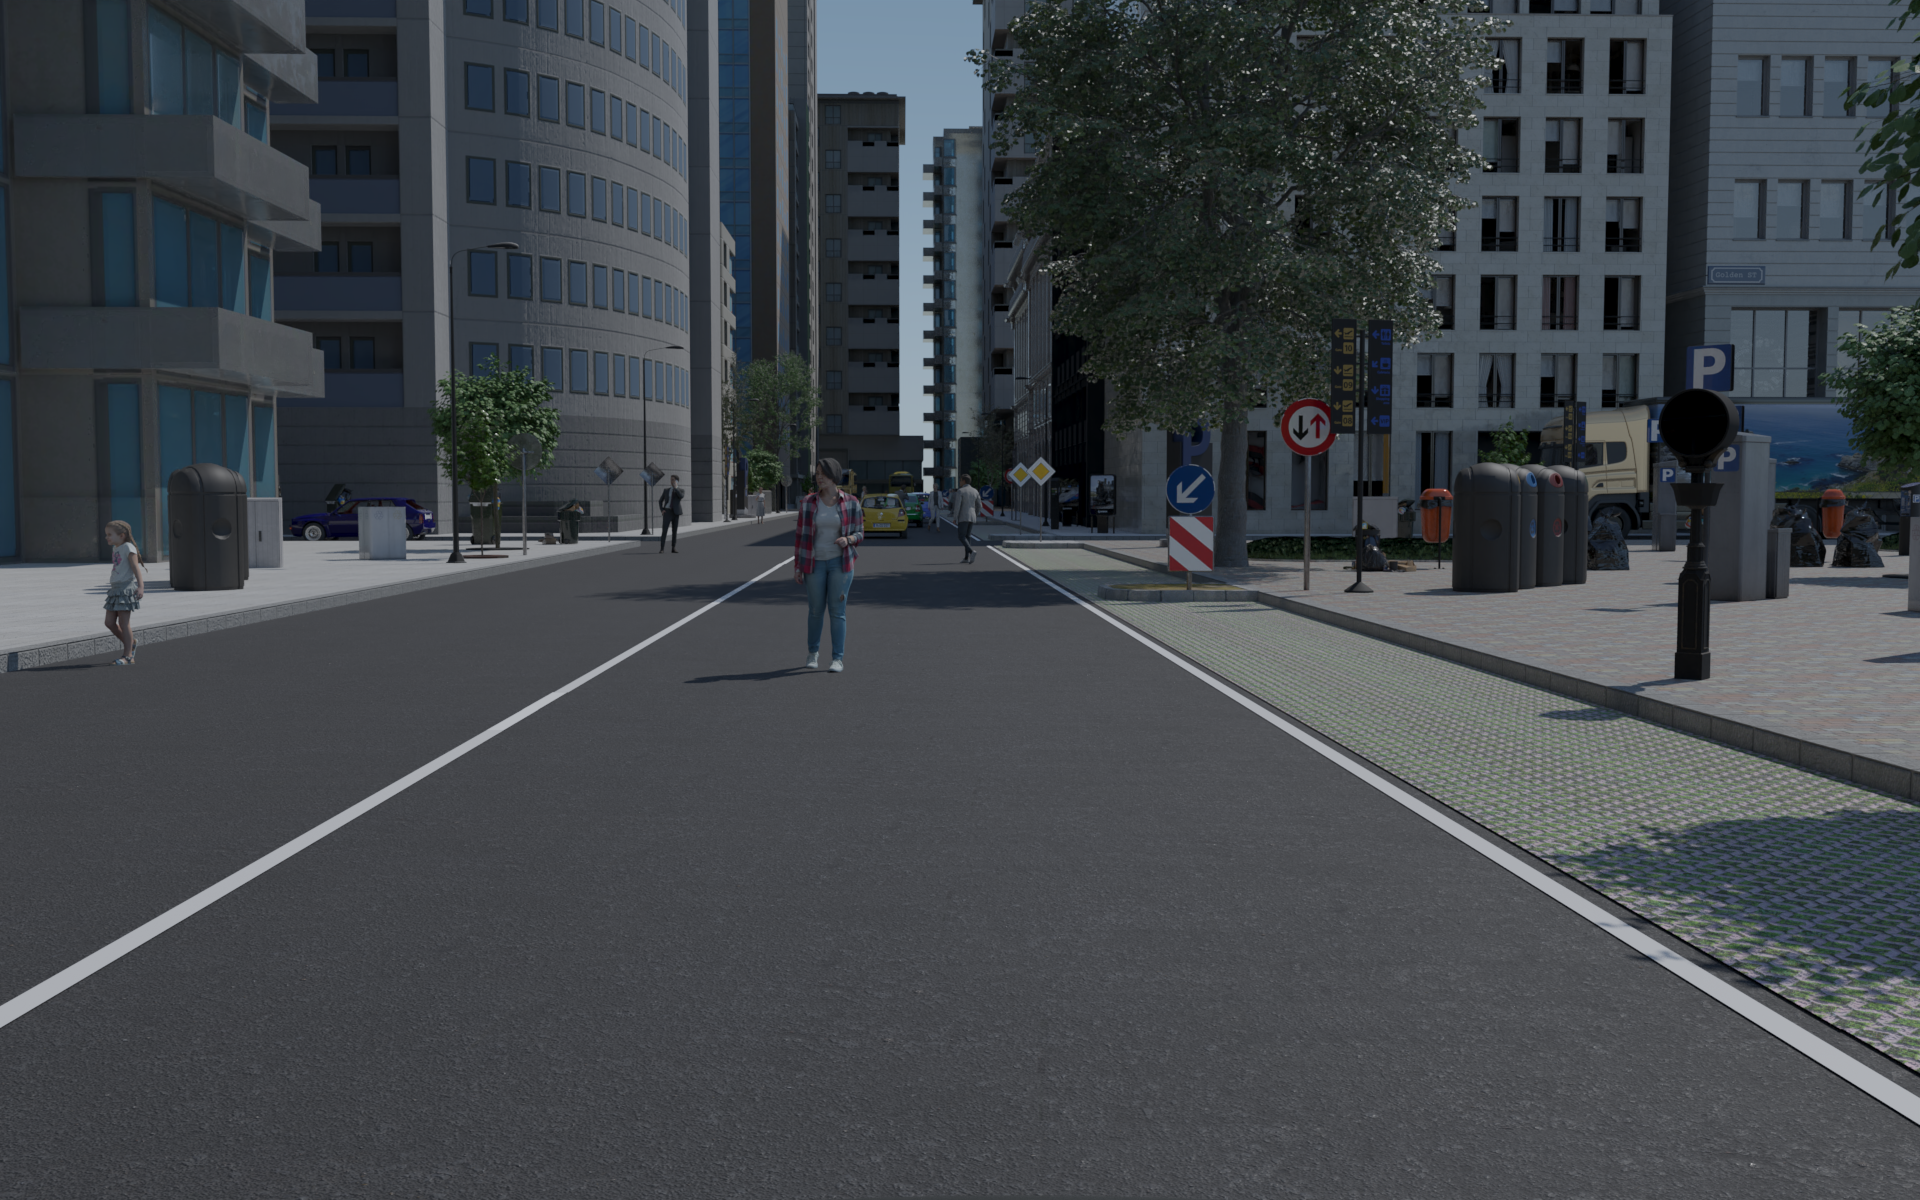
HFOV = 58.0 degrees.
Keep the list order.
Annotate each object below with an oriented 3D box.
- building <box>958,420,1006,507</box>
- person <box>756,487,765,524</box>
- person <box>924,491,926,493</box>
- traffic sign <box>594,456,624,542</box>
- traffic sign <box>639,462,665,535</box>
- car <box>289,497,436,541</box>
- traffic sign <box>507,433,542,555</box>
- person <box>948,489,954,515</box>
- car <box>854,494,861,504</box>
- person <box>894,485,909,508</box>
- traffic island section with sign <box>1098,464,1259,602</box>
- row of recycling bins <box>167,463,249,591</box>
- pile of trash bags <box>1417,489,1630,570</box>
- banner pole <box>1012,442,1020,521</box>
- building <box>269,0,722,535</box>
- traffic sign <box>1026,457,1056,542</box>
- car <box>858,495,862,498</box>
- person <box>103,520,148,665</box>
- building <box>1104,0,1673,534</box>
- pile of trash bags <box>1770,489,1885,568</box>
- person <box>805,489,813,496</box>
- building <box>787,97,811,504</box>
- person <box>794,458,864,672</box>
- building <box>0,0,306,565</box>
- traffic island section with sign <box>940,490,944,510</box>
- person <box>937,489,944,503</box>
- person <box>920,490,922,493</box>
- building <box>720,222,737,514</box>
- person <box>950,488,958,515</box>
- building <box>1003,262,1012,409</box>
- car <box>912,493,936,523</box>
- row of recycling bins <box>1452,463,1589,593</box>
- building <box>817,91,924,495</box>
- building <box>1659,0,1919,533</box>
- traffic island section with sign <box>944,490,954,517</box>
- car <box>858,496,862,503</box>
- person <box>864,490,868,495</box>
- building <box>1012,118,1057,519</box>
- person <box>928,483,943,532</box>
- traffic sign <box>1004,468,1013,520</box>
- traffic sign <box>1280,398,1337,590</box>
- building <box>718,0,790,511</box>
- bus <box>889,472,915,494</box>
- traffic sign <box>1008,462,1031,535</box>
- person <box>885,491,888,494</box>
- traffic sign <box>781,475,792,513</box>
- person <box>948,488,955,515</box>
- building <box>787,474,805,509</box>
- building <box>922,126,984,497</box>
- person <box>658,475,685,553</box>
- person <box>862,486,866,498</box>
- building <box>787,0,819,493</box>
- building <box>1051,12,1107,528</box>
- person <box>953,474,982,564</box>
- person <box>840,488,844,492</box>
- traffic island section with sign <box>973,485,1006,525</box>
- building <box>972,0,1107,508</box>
[{"bbox_3d":[11.390,-53.519,187.712,22.319,86.520,31.000,0,4,-2],"label":"building"},{"bbox_3d":[-9.505,-4.498,82.606,0.480,1.755,0.524,-2,4,-26],"label":"person"},{"bbox_3d":[-3.926,-11.677,200.131,1.217,1.735,0.721,3,5,44],"label":"person"},{"bbox_3d":[-9.326,-2.591,46.009,0.795,2.450,0.064,0,4,-2],"label":"traffic sign"},{"bbox_3d":[-9.589,-3.079,53.990,0.795,2.450,0.064,0,4,-2],"label":"traffic sign"},{"bbox_3d":[-17.484,-2.334,50.748,3.894,1.354,1.945,0,4,-3],"label":"car"},{"bbox_3d":[-9.120,-2.209,36.227,0.768,2.556,0.104,0,3,0],"label":"traffic sign"},{"bbox_3d":[-0.538,-6.283,111.711,0.515,1.767,0.782,0,4,8],"label":"person"},{"bbox_3d":[-12.186,-11.426,196.604,2.009,1.686,4.222,0,4,-2],"label":"car"},{"bbox_3d":[-2.355,-3.693,69.054,0.592,1.802,0.473,3,5,39],"label":"person"},{"bbox_3d":[2.935,-0.928,23.807,1.989,1.847,2.006,0,4,-2],"label":"traffic island section with sign"},{"bbox_3d":[-10.599,-1.059,24.431,1.069,1.692,3.534,-1,4,-21],"label":"row of recycling bins"},{"bbox_3d":[9.616,-1.230,29.865,3.447,1.369,1.912,0,3,0],"label":"pile of trash bags"},{"bbox_3d":[2.633,-5.724,83.612,0.401,3.779,0.863,1,4,18],"label":"banner pole"},{"bbox_3d":[-21.394,-32.089,66.659,21.231,58.520,28.212,0,4,-2],"label":"building"},{"bbox_3d":[2.162,-2.613,46.365,0.795,2.450,0.064,0,4,-2],"label":"traffic sign"},{"bbox_3d":[-11.314,-11.511,200.776,1.945,1.354,3.894,0,4,0],"label":"car"},{"bbox_3d":[-6.965,-0.064,14.561,0.505,1.210,0.382,3,4,36],"label":"person"},{"bbox_3d":[14.045,-12.567,60.224,16.860,20.320,10.420,0,4,-2],"label":"building"},{"bbox_3d":[15.899,-1.344,31.724,1.912,1.369,3.447,2,4,29],"label":"pile of trash bags"},{"bbox_3d":[-8.952,-5.732,102.793,0.524,1.755,0.480,0,4,2],"label":"person"},{"bbox_3d":[-22.436,-29.978,173.740,14.154,41.232,14.086,0,4,-2],"label":"building"},{"bbox_3d":[-1.062,-0.290,14.077,0.563,1.720,0.643,0,4,3],"label":"person"},{"bbox_3d":[-28.848,-25.125,30.395,30.456,49.044,23.786,0,4,-2],"label":"building"},{"bbox_3d":[-2.299,-10.676,183.178,1.989,1.847,2.006,0,4,-2],"label":"traffic island section with sign"},{"bbox_3d":[-1.508,-6.744,119.043,0.678,1.792,0.850,-2,4,-30],"label":"person"},{"bbox_3d":[-3.897,-10.197,175.088,0.709,1.838,0.599,1,4,14],"label":"person"},{"bbox_3d":[-28.734,-15.842,104.055,27.650,21.520,28.899,0,4,-2],"label":"building"},{"bbox_3d":[-0.270,-6.119,108.812,0.850,1.792,0.678,-2,4,-31],"label":"person"},{"bbox_3d":[10.276,-16.888,117.915,13.314,21.916,24.055,0,4,-2],"label":"building"},{"bbox_3d":[-2.007,-4.687,86.216,1.945,1.707,3.694,0,4,-2],"label":"car"},{"bbox_3d":[7.729,-1.028,23.915,1.069,1.692,3.534,3,4,38],"label":"row of recycling bins"},{"bbox_3d":[-18.680,-39.022,227.247,27.495,52.752,28.713,0,4,-2],"label":"building"},{"bbox_3d":[38.441,-17.335,60.925,29.804,29.767,11.434,0,4,-2],"label":"building"},{"bbox_3d":[0.201,-6.020,107.062,1.989,1.847,2.006,0,4,-2],"label":"traffic island section with sign"},{"bbox_3d":[-9.702,-10.498,181.873,2.015,1.641,3.980,0,4,-3],"label":"car"},{"bbox_3d":[-4.208,-4.128,77.804,0.330,1.601,0.589,0,4,3],"label":"person"},{"bbox_3d":[10.360,-15.387,93.376,13.314,21.916,24.055,0,4,-2],"label":"building"},{"bbox_3d":[-0.952,-3.494,65.501,0.514,1.842,0.818,-2,4,-28],"label":"person"},{"bbox_3d":[2.570,-5.229,85.597,0.768,2.556,0.104,0,4,-2],"label":"traffic sign"},{"bbox_3d":[4.624,-1.402,23.032,0.768,2.556,0.104,0,4,0],"label":"traffic sign"},{"bbox_3d":[-20.762,-29.674,135.286,14.600,45.320,14.200,0,4,-2],"label":"building"},{"bbox_3d":[-6.422,-12.206,191.114,2.896,3.916,12.252,0,4,-1],"label":"bus"},{"bbox_3d":[1.900,-3.101,54.346,0.795,2.450,0.064,0,4,-2],"label":"traffic sign"},{"bbox_3d":[-6.888,-9.185,159.195,0.721,1.766,1.217,-2,4,-24],"label":"person"},{"bbox_3d":[-11.772,-7.185,117.576,0.768,2.556,0.104,0,4,-1],"label":"traffic sign"},{"bbox_3d":[-0.500,-6.677,117.767,0.767,1.812,0.694,0,4,-7],"label":"person"},{"bbox_3d":[-30.338,-28.290,154.422,32.217,40.220,23.993,0,4,-2],"label":"building"},{"bbox_3d":[10.376,-37.050,225.377,30.456,49.044,23.786,0,4,-2],"label":"building"},{"bbox_3d":[-6.989,-2.088,42.008,0.648,1.900,0.474,-1,4,-13],"label":"person"},{"bbox_3d":[-5.036,-5.022,90.496,0.818,1.842,0.514,-1,4,-15],"label":"person"},{"bbox_3d":[-26.560,-46.144,192.709,20.611,71.187,20.563,0,4,-2],"label":"building"},{"bbox_3d":[10.717,-14.908,73.424,12.332,23.373,15.834,0,4,-2],"label":"building"},{"bbox_3d":[0.186,-1.675,35.734,0.661,1.843,0.795,-3,4,-36],"label":"person"},{"bbox_3d":[-6.828,-5.621,100.748,0.721,1.781,0.623,1,4,11],"label":"person"},{"bbox_3d":[1.092,-4.357,79.869,1.989,1.847,2.006,0,4,-2],"label":"traffic island section with sign"},{"bbox_3d":[16.028,-34.890,159.686,28.713,52.752,27.495,0,4,-2],"label":"building"}]
